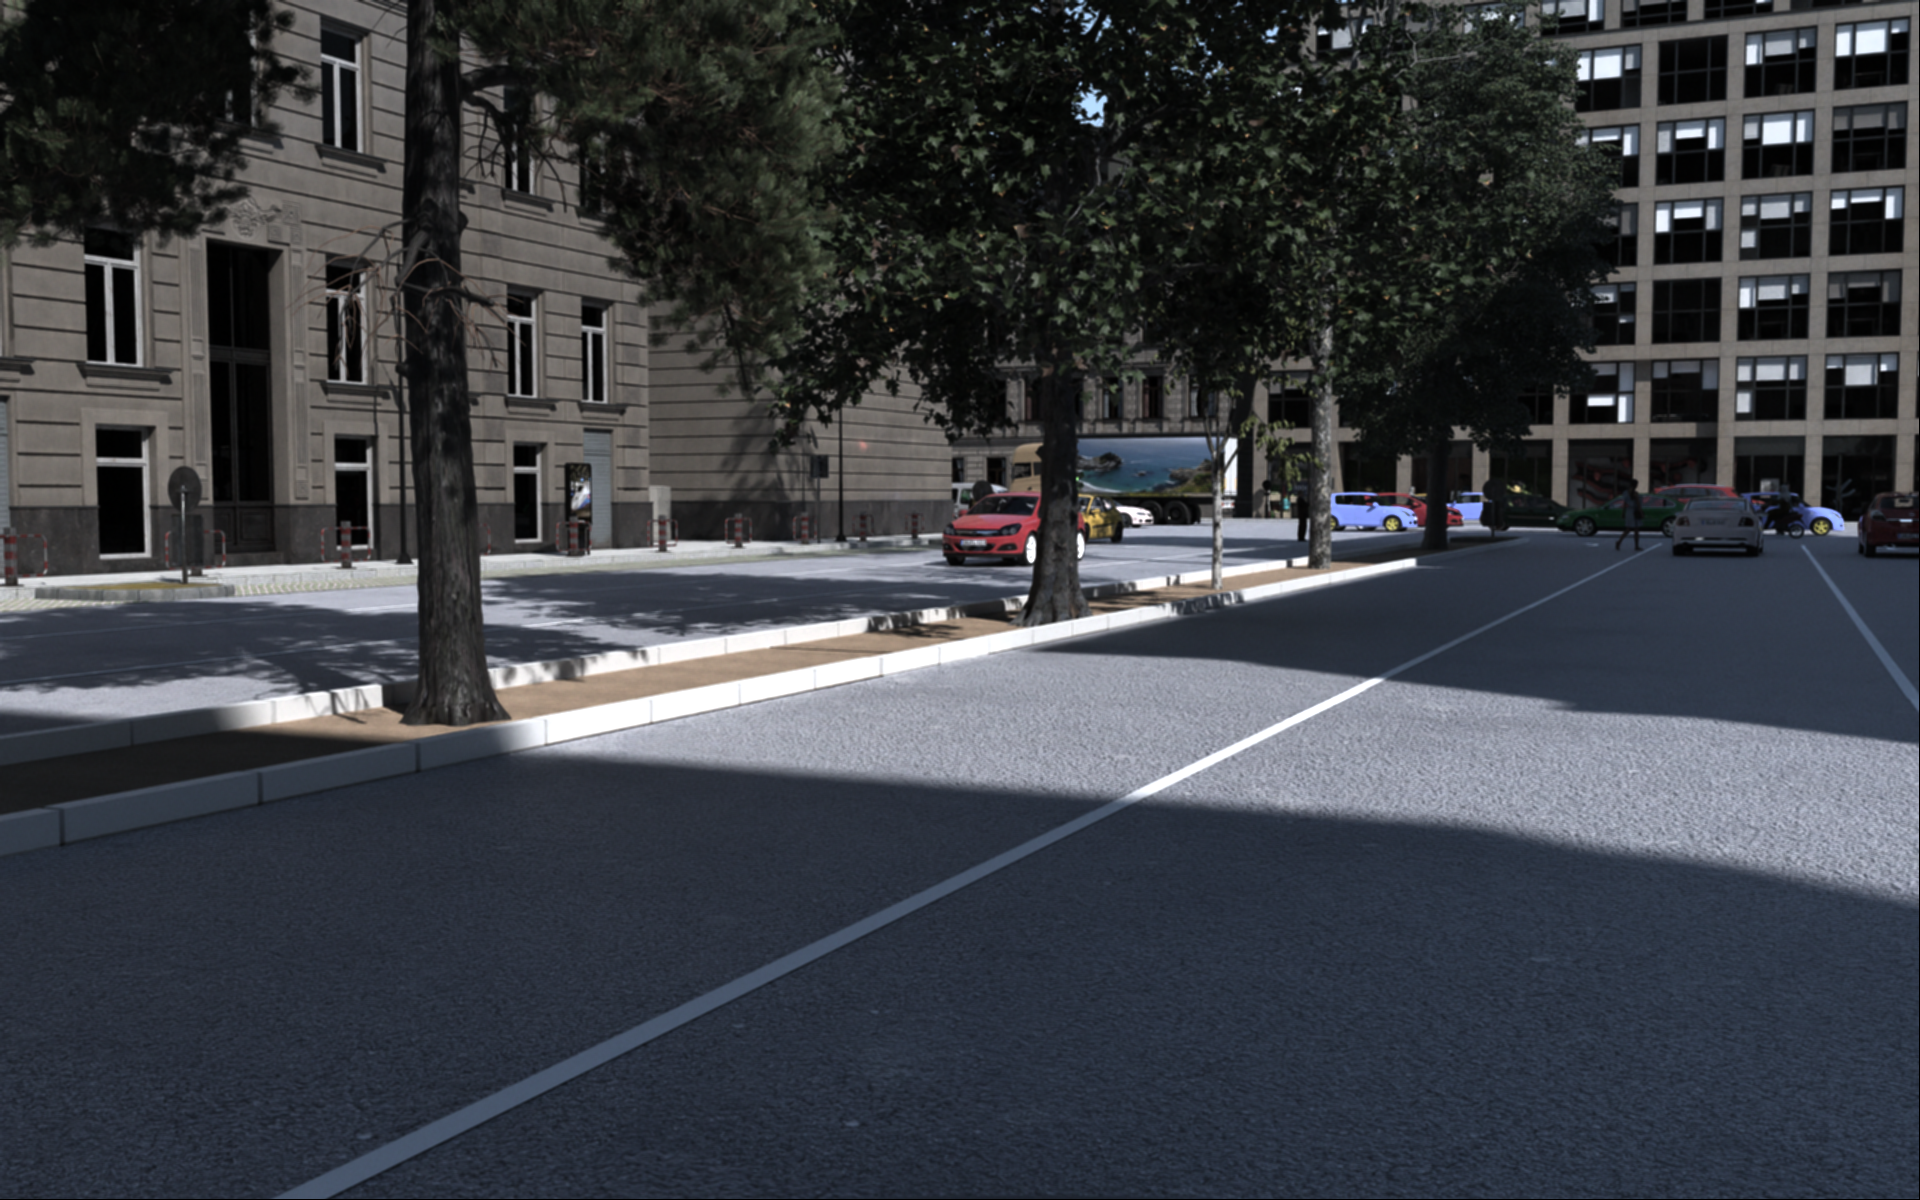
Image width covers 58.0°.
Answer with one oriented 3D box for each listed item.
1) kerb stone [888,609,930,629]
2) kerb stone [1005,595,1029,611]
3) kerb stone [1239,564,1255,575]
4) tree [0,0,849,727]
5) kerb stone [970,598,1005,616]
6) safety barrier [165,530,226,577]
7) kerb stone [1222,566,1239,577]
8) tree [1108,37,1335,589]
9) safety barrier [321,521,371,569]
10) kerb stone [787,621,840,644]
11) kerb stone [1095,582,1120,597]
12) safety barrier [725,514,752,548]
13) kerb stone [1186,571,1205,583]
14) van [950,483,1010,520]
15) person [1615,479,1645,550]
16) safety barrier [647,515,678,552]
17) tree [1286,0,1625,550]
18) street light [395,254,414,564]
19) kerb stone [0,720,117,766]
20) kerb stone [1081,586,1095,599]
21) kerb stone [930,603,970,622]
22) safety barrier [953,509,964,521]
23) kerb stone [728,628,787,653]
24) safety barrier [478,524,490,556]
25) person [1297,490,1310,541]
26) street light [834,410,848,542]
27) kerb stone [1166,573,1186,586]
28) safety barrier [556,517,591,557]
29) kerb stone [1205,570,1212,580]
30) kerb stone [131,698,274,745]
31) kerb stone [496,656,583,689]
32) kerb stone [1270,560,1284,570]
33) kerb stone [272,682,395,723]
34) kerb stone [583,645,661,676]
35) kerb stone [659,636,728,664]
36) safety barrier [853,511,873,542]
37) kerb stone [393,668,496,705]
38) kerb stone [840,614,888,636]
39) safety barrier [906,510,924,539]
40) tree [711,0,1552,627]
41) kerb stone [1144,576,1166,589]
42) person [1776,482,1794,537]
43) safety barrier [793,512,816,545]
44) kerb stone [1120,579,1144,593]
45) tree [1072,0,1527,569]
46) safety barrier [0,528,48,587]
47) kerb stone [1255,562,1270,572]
[{"bbox_3d":[-0.619,0.212,18.724,0.120,0.150,1.000,2,4,25],"label":"kerb stone"},{"bbox_3d":[0.690,0.041,21.529,0.120,0.150,1.000,2,4,25],"label":"kerb stone"},{"bbox_3d":[5.020,-0.529,30.869,0.120,0.150,1.000,2,4,25],"label":"kerb stone"},{"bbox_3d":[-3.263,-5.264,10.585,6.751,12.117,7.091,0,3,0],"label":"tree"},{"bbox_3d":[0.248,0.099,20.593,0.120,0.150,1.000,2,4,25],"label":"kerb stone"},{"bbox_3d":[-11.828,-0.767,26.809,0.300,0.817,1.120,2,4,25],"label":"safety barrier"},{"bbox_3d":[4.588,-0.471,29.933,0.120,0.150,1.000,2,4,25],"label":"kerb stone"},{"bbox_3d":[3.786,-4.443,25.458,4.737,8.622,4.395,0,3,0],"label":"tree"},{"bbox_3d":[-10.509,-0.940,29.650,0.300,0.817,1.120,2,4,25],"label":"safety barrier"},{"bbox_3d":[-1.484,0.327,16.842,0.120,0.150,1.000,2,4,25],"label":"kerb stone"},{"bbox_3d":[1.993,-0.130,24.328,0.120,0.150,1.000,2,4,25],"label":"kerb stone"},{"bbox_3d":[-5.241,-1.634,40.994,0.300,0.817,1.120,2,4,25],"label":"safety barrier"},{"bbox_3d":[3.723,-0.359,28.058,0.120,0.150,1.000,2,4,25],"label":"kerb stone"},{"bbox_3d":[1.223,-3.483,63.958,4.112,2.044,2.013,2,4,24],"label":"van"},{"bbox_3d":[16.968,-2.147,43.706,0.778,1.811,0.616,-1,4,-17],"label":"person"},{"bbox_3d":[-6.553,-1.461,38.159,0.300,0.817,1.120,2,4,25],"label":"safety barrier"},{"bbox_3d":[12.218,-8.259,44.142,9.857,13.997,8.962,0,3,0],"label":"tree"},{"bbox_3d":[-9.714,-3.599,31.381,1.470,5.913,1.316,2,4,25],"label":"street light"},{"bbox_3d":[-4.956,0.785,9.367,0.120,0.150,1.000,2,4,25],"label":"kerb stone"},{"bbox_3d":[1.554,-0.073,23.395,0.120,0.150,1.000,2,4,25],"label":"kerb stone"},{"bbox_3d":[-0.182,0.159,19.654,0.120,0.150,1.000,2,4,25],"label":"kerb stone"},{"bbox_3d":[0.026,-2.327,52.323,0.300,0.817,1.120,2,4,25],"label":"safety barrier"},{"bbox_3d":[-1.922,0.384,15.912,0.120,0.150,1.000,2,4,25],"label":"kerb stone"},{"bbox_3d":[-9.192,-1.114,32.482,0.300,0.817,1.120,2,4,25],"label":"safety barrier"},{"bbox_3d":[10.451,-2.568,52.751,0.388,1.546,0.482,1,4,12],"label":"person"},{"bbox_3d":[-2.717,-4.509,46.271,1.470,5.913,1.316,2,4,25],"label":"street light"},{"bbox_3d":[3.283,-0.302,27.129,0.120,0.150,1.000,2,4,25],"label":"kerb stone"},{"bbox_3d":[-7.872,-1.287,35.323,0.300,0.817,1.120,2,4,25],"label":"safety barrier"},{"bbox_3d":[4.148,-0.413,28.994,0.120,0.150,1.000,2,4,25],"label":"kerb stone"},{"bbox_3d":[-4.533,0.729,10.303,0.120,0.150,1.000,2,4,25],"label":"kerb stone"},{"bbox_3d":[-3.226,0.556,13.102,0.120,0.150,1.000,2,4,25],"label":"kerb stone"},{"bbox_3d":[5.894,-0.641,32.738,0.120,0.150,1.000,2,4,25],"label":"kerb stone"},{"bbox_3d":[-4.092,0.670,11.238,0.120,0.150,1.000,2,4,25],"label":"kerb stone"},{"bbox_3d":[-2.785,0.499,14.036,0.120,0.150,1.000,2,4,25],"label":"kerb stone"},{"bbox_3d":[-2.355,0.442,14.974,0.120,0.150,1.000,2,4,25],"label":"kerb stone"},{"bbox_3d":[-2.609,-1.981,46.660,0.300,0.817,1.120,2,4,25],"label":"safety barrier"},{"bbox_3d":[-3.661,0.613,12.171,0.120,0.150,1.000,2,4,25],"label":"kerb stone"},{"bbox_3d":[-1.052,0.273,17.783,0.120,0.150,1.000,2,4,25],"label":"kerb stone"},{"bbox_3d":[-1.291,-2.154,49.491,0.300,0.817,1.120,2,4,25],"label":"safety barrier"},{"bbox_3d":[1.104,-6.062,18.572,9.611,12.733,9.660,0,3,0],"label":"tree"},{"bbox_3d":[2.856,-0.240,26.194,0.120,0.150,1.000,2,4,25],"label":"kerb stone"},{"bbox_3d":[27.627,-3.033,58.110,0.660,1.820,0.620,-2,4,-34],"label":"person"},{"bbox_3d":[-3.923,-1.807,43.827,0.300,0.817,1.120,2,4,25],"label":"safety barrier"},{"bbox_3d":[2.422,-0.187,25.262,0.120,0.150,1.000,2,4,25],"label":"kerb stone"},{"bbox_3d":[6.119,-10.727,33.731,12.611,20.169,13.585,0,3,0],"label":"tree"},{"bbox_3d":[-13.141,-0.593,23.975,0.300,0.817,1.120,2,4,25],"label":"safety barrier"},{"bbox_3d":[5.455,-0.587,31.804,0.120,0.150,1.000,2,4,25],"label":"kerb stone"}]
